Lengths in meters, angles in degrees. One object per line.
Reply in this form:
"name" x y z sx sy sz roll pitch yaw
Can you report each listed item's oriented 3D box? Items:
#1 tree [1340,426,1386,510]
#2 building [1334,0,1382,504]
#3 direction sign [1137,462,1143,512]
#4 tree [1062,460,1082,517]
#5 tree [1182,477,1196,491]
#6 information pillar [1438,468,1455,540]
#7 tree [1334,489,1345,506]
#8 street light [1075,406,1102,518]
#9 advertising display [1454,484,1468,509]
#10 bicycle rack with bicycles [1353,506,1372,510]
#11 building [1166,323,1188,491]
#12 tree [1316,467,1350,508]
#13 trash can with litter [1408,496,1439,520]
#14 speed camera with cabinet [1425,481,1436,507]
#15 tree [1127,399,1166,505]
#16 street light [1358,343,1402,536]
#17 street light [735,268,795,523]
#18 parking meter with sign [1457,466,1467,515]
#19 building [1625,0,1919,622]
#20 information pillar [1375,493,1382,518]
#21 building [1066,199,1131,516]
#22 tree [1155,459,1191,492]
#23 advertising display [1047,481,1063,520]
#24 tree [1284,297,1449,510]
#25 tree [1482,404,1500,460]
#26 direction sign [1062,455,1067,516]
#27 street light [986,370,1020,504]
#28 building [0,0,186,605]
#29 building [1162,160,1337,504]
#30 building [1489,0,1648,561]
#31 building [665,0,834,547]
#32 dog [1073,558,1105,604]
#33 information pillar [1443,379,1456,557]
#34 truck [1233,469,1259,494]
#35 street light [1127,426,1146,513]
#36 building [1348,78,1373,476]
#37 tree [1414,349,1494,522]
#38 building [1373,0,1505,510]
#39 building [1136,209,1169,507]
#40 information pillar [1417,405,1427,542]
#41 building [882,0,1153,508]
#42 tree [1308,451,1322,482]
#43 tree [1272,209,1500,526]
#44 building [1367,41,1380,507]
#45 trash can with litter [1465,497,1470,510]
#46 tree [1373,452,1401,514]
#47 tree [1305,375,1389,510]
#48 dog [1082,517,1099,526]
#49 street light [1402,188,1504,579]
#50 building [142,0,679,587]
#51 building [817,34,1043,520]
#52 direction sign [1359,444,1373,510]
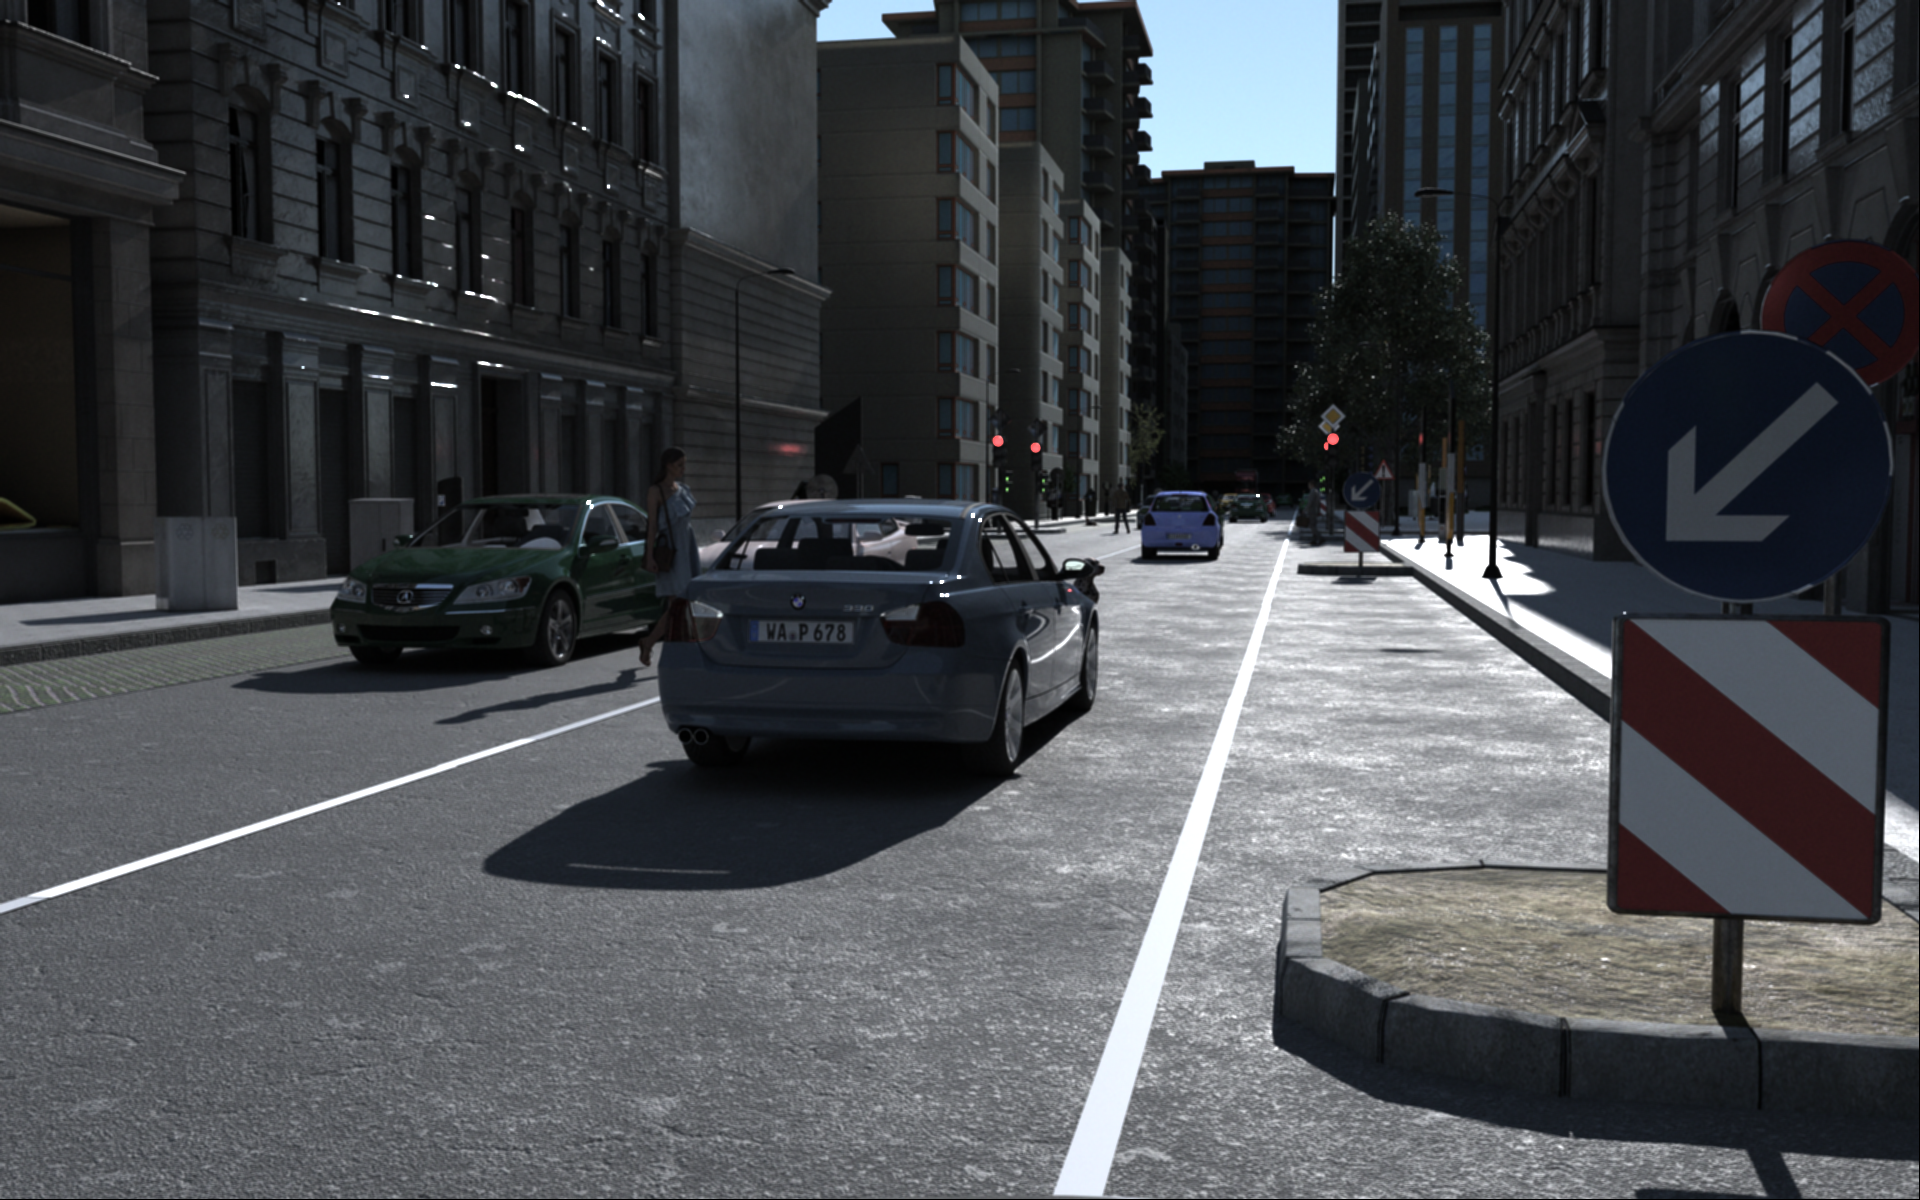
"tree" 25.091 -9.630 107.813 4.360 8.622 3.978 0 3 0
"building" 59.571 -48.198 226.285 20.611 71.187 20.563 1 4 11
"direction sign" 12.872 -8.075 124.020 0.379 3.537 0.876 -1 4 -21
"tree" 6.077 -6.236 96.559 1.663 3.219 1.824 0 3 0
"tree" 25.266 -11.908 189.289 1.663 3.219 1.824 0 3 0
"information pillar" 13.503 -2.665 48.066 0.304 2.012 0.304 -2 4 -27
"tree" 41.351 -11.840 188.189 1.663 3.219 1.824 0 3 0
"street light" 6.784 -7.280 91.562 1.470 5.913 1.316 1 4 11
"advertising display" 33.471 -6.770 115.897 0.974 1.923 0.123 2 4 34
"bicycle rack with bicycles" 28.576 -6.599 121.275 2.925 0.926 2.852 0 4 -5
"building" 10.810 -21.701 199.856 28.899 21.520 27.650 1 4 11
"tree" 35.646 -11.135 165.769 4.285 4.588 4.351 0 3 0
"trash can with litter" 22.875 -4.512 84.832 2.233 1.210 1.678 0 4 -7
"speed camera with cabinet" 34.218 -7.996 125.075 0.660 3.252 2.038 -1 4 -11
"tree" 13.886 -11.245 134.223 4.360 8.622 3.978 0 3 0
"street light" 12.903 -4.933 53.199 1.470 5.913 1.316 1 4 11
"street light" -4.090 -3.875 35.892 1.470 5.913 1.316 1 4 11
"parking meter with sign" 30.921 -6.766 106.891 0.543 3.016 1.738 1 4 18
"building" 15.739 -10.794 18.287 13.314 21.916 24.055 1 4 11
"information pillar" 21.294 -5.106 87.972 0.304 2.012 0.304 2 4 30
"building" -3.548 -16.718 118.377 27.650 21.520 28.899 1 4 11
"tree" 19.787 -10.815 160.538 4.285 4.588 4.351 0 3 0
"advertising display" 4.761 -4.994 86.869 0.974 1.923 0.123 3 5 42
"tree" 23.512 -11.417 97.036 12.009 13.543 11.850 0 3 0
"tree" 36.323 -10.150 116.319 4.360 8.622 3.978 0 3 0
"direction sign" 6.005 -6.549 99.073 0.379 3.537 0.876 0 4 6
"street light" 1.552 -5.647 64.867 1.470 5.913 1.316 1 4 11
"building" -18.424 -9.317 3.245 10.553 20.767 40.483 1 4 11
"building" 35.055 -35.230 230.630 28.867 44.769 22.147 1 4 11
"building" 18.465 -10.755 40.473 10.561 19.102 19.286 1 4 11
"building" -21.746 -14.119 49.935 34.723 24.649 14.460 1 4 11
"dog" 1.179 -0.005 16.918 0.513 0.831 0.800 1 4 8
"information pillar" 9.988 -2.684 35.243 0.183 3.616 0.504 1 4 8
"truck" 32.494 -12.688 196.361 2.839 4.237 11.283 1 4 11
"street light" 12.014 -8.912 118.257 1.470 5.913 1.316 1 4 11
"building" 54.501 -34.765 192.114 21.300 48.544 21.600 1 4 11
"tree" 22.947 -7.922 79.888 4.737 8.622 4.395 0 3 0
"building" 42.314 -30.279 145.173 14.600 45.320 14.200 1 4 11
"building" 13.471 -24.691 175.396 14.160 30.474 14.107 1 4 11
"information pillar" 12.293 -3.346 46.057 0.183 3.616 0.504 0 4 3
"building" 5.424 -30.585 154.683 22.147 44.769 28.867 1 4 11
"tree" 44.582 -15.920 210.646 4.737 8.622 4.395 0 3 0
"tree" 17.512 -9.355 69.956 9.611 12.733 9.660 0 3 0
"building" 50.700 -33.440 166.357 23.786 49.044 30.456 1 4 11
"trash can with litter" 38.811 -7.424 132.766 0.624 1.170 1.055 1 4 8
"tree" 19.320 -5.184 79.353 1.663 3.219 1.824 0 3 0
"tree" 30.884 -12.828 135.495 9.928 11.665 9.643 0 3 0
"dog" 5.862 -3.520 77.745 0.550 0.427 0.748 -2 4 -35
"street light" 7.600 -3.293 26.386 1.470 5.913 1.316 1 4 11
"building" -12.976 -11.197 32.219 9.793 20.994 18.267 1 4 11
"building" -10.780 -14.509 82.262 27.650 21.520 28.899 1 4 11
"direction sign" 18.238 -5.251 77.855 0.876 3.537 0.379 -2 4 -33
